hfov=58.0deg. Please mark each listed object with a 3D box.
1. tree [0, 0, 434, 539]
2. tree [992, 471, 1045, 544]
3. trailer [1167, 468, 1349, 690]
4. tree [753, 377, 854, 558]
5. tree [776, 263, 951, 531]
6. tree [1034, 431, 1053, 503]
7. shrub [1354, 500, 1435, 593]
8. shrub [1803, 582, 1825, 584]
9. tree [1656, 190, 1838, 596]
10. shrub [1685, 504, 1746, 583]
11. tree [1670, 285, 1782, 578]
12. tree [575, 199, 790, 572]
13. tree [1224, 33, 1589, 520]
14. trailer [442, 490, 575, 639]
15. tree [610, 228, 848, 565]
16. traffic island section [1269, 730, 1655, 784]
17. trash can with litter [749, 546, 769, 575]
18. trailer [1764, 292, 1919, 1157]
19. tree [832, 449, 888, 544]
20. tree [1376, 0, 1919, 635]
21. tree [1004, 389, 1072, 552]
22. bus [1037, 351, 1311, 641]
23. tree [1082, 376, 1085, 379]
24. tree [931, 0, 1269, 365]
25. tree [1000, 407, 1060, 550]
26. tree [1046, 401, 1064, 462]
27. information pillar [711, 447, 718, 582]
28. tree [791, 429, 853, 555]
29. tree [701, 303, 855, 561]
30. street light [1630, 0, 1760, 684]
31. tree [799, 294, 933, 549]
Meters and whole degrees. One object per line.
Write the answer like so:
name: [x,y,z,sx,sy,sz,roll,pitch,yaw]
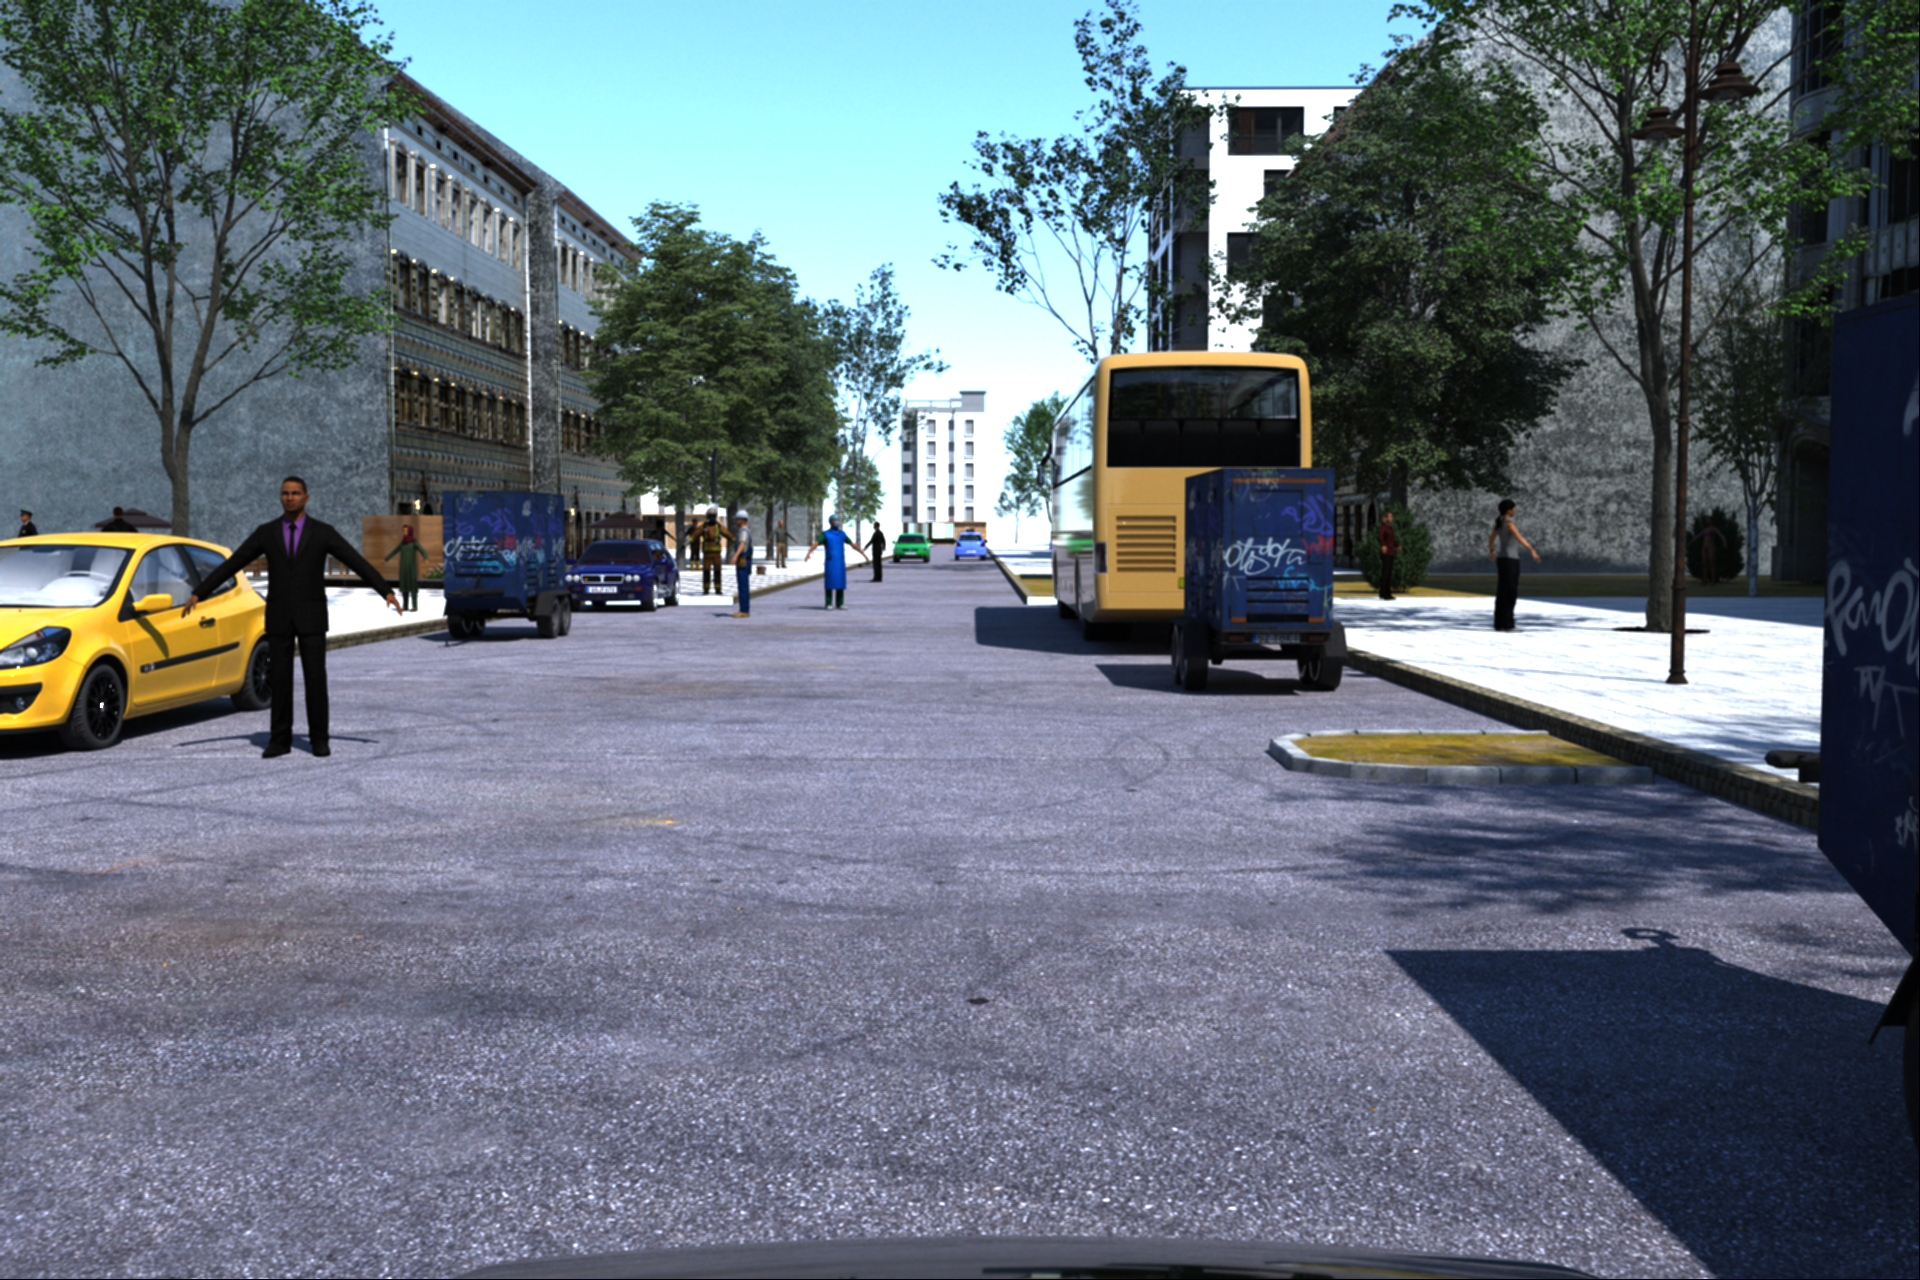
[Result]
tree: [-12.180,-6.180,26.807,9.928,11.665,9.643,0,3,0]
tree: [7.867,-18.200,231.985,7.601,10.594,8.767,0,4,-1]
trailer: [2.758,-0.602,16.899,1.471,1.999,3.904,0,4,0]
tree: [-9.056,-9.639,92.006,8.767,10.594,7.601,3,4,37]
tree: [-7.447,-16.205,120.836,12.611,20.169,13.585,0,3,0]
tree: [6.899,-9.627,107.764,4.737,8.622,4.395,0,3,0]
shrub: [9.419,-2.027,37.566,1.690,2.028,1.600,0,3,0]
shrub: [22.326,-2.508,45.052,1.661,2.075,1.752,0,3,0]
tree: [16.635,-5.228,35.840,4.360,8.622,3.978,0,3,0]
shrub: [19.873,-2.542,45.610,1.661,2.075,1.752,0,3,0]
tree: [22.654,-6.081,49.781,4.737,8.622,4.395,0,3,0]
tree: [-9.505,-8.651,59.569,7.486,12.596,7.792,0,3,0]
tree: [11.743,-8.525,46.043,9.857,13.997,8.962,0,3,0]
trailer: [-6.259,-0.996,23.337,1.471,1.999,3.904,0,4,1]
tree: [-9.471,-10.057,71.094,9.857,13.997,8.962,0,3,0]
traffic island section: [3.006,0.730,10.930,1.991,0.108,1.994,0,4,1]
trash can with litter: [-6.551,-2.643,54.606,1.055,1.170,0.624,0,4,0]
trailer: [2.742,0.197,3.821,1.471,1.999,3.904,0,3,0]
tree: [-13.343,-19.109,230.553,7.486,12.596,7.792,0,3,0]
tree: [9.032,-5.910,22.383,9.928,11.665,9.643,0,3,0]
tree: [7.101,-12.072,123.135,9.928,11.665,9.643,0,3,0]
bus: [2.843,-2.112,26.079,2.896,3.916,12.252,0,4,0]
tree: [6.962,-7.631,75.125,4.737,8.622,4.395,0,3,0]
tree: [4.962,-12.714,63.769,12.611,20.169,13.585,0,3,0]
tree: [7.282,-13.039,138.935,9.928,11.665,9.643,0,3,0]
tree: [5.927,-8.596,90.913,4.360,8.622,3.978,0,3,0]
information pillar: [-6.603,-3.379,46.606,0.183,3.616,0.504,0,4,2]
tree: [-9.254,-9.542,106.370,4.360,8.622,3.978,0,3,0]
tree: [-8.633,-10.004,81.700,7.486,12.596,7.792,0,3,0]
street light: [6.156,-2.563,14.695,0.468,5.910,1.993,0,4,1]
tree: [-8.514,-17.310,138.906,12.611,20.169,13.585,0,3,0]
